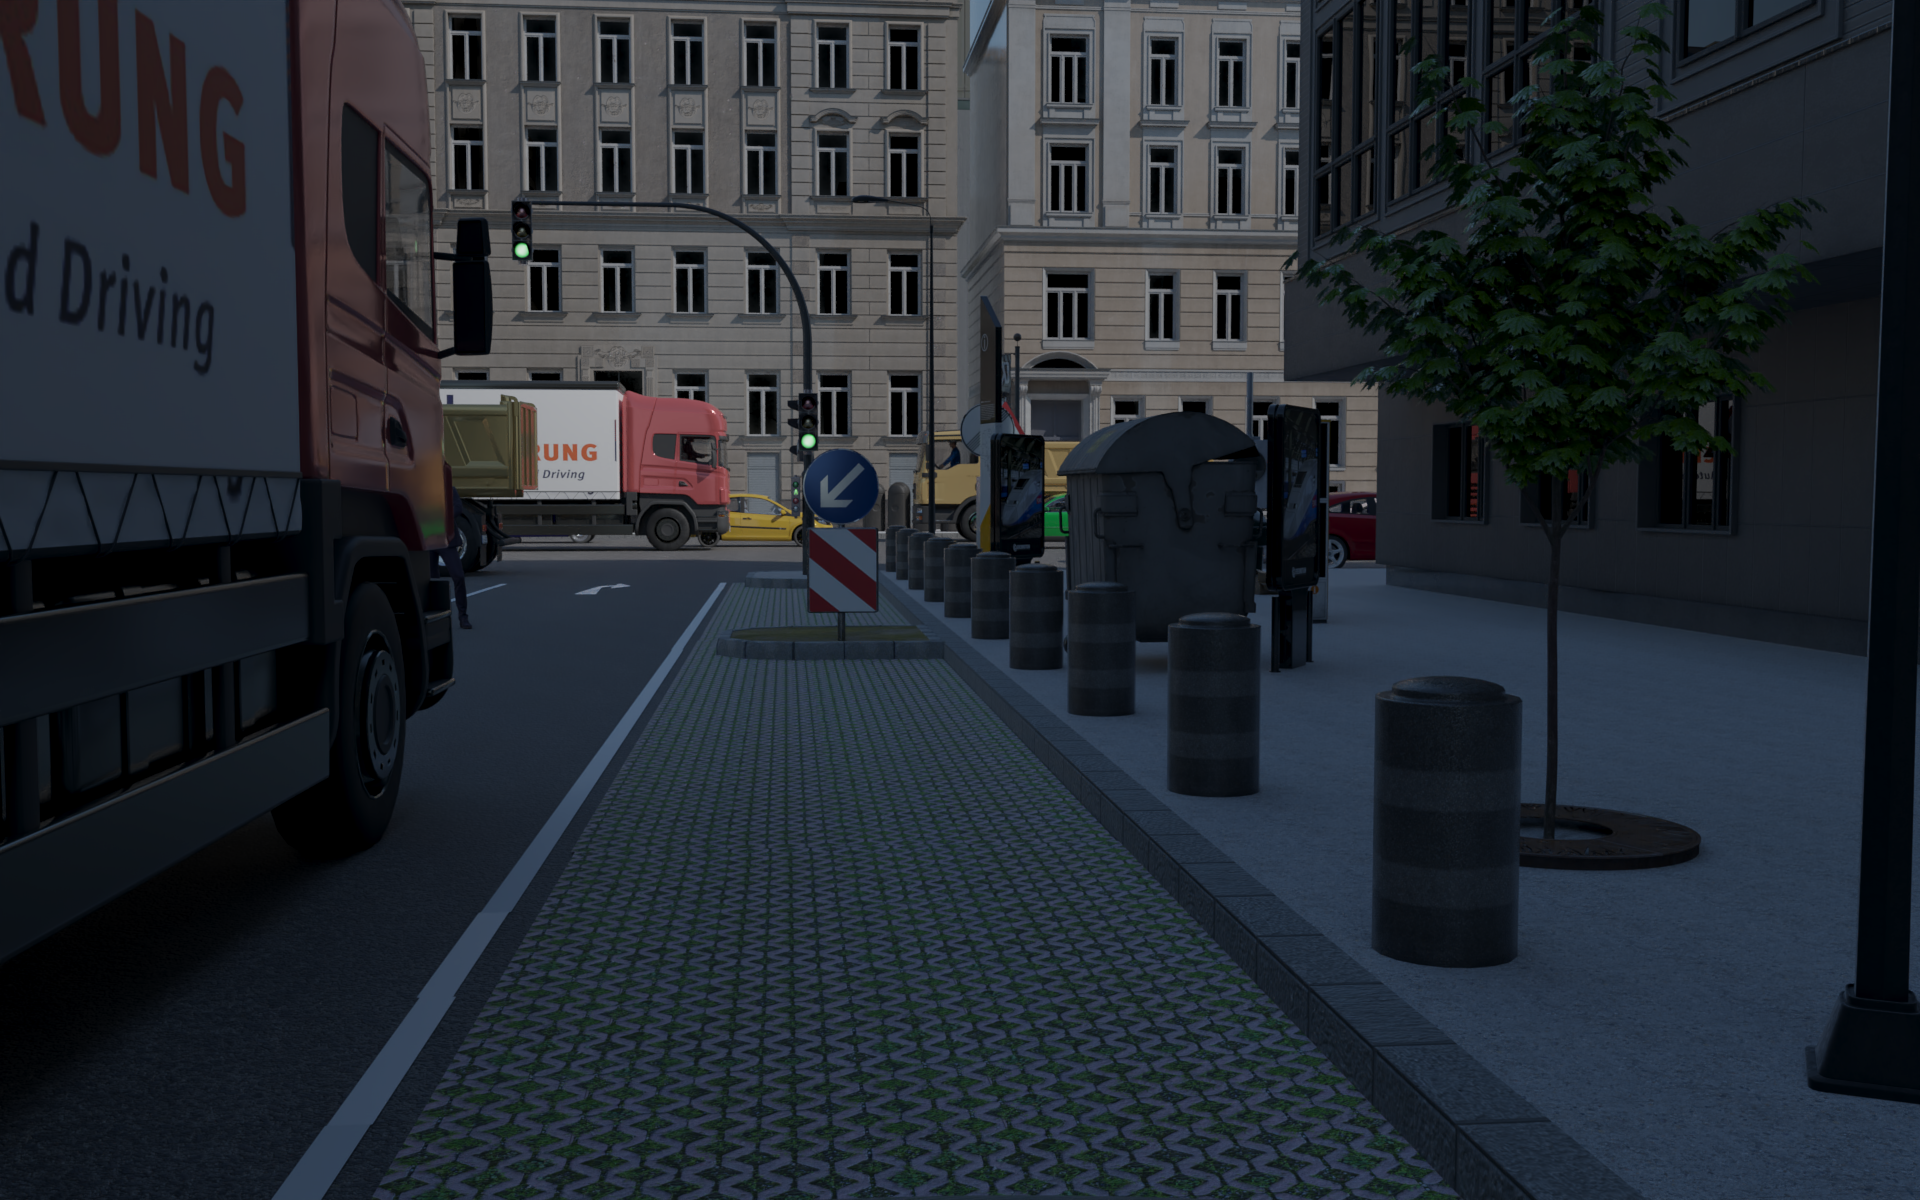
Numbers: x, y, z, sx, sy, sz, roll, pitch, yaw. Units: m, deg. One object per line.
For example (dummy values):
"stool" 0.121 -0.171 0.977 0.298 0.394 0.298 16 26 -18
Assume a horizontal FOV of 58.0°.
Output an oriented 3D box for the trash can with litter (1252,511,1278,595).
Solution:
"trash can with litter" 3.866 -0.676 22.441 0.624 1.170 1.055 -2 4 -24

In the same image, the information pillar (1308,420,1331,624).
"information pillar" 3.463 -0.778 17.211 0.304 2.012 0.304 -1 4 -17

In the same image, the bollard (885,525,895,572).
"bollard" -1.033 -0.852 28.641 0.404 0.777 0.398 0 3 0

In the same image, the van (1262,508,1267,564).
"van" 4.829 -1.792 36.306 4.112 2.044 2.013 0 4 -7

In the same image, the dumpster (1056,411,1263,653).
"dumpster" 1.482 -0.444 13.018 1.264 1.857 1.865 0 4 -6

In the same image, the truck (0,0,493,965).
"truck" -3.252 -0.891 3.478 2.839 4.237 11.283 0 4 -4

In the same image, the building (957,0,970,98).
"building" 2.506 -32.075 148.135 21.300 48.544 21.600 0 4 -6

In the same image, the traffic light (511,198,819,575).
"traffic light" -4.502 -3.204 27.050 4.771 5.953 1.251 0 4 -6

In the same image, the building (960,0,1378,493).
"building" 10.593 -17.354 69.638 20.117 28.700 13.634 0 4 -6

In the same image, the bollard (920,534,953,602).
"bollard" -0.232 -0.367 20.715 0.404 0.777 0.398 0 3 0

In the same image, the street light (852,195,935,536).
"street light" -0.984 -3.338 27.122 1.470 5.913 1.316 0 4 -6

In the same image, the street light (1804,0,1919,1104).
"street light" 1.472 -1.898 3.567 1.470 5.913 1.316 0 4 -6

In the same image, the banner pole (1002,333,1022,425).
"banner pole" 0.758 -2.276 27.231 0.401 3.779 0.863 -3 4 -36

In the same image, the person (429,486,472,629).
"person" -5.532 -0.578 18.405 0.683 1.767 0.568 0 4 -1

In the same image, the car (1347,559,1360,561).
"car" 9.760 -1.579 38.184 4.827 1.381 2.083 0 4 -5

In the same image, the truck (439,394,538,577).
"truck" -12.591 -2.120 30.585 9.791 3.379 3.469 0 4 -6

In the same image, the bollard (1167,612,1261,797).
"bollard" 1.099 0.442 7.496 0.404 0.777 0.398 0 3 0

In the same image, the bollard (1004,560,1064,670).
"bollard" 0.564 0.118 12.786 0.404 0.777 0.398 0 3 0

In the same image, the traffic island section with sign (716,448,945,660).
"traffic island section with sign" -1.209 -0.439 15.799 1.989 1.847 2.006 0 4 -6

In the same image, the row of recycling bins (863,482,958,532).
"row of recycling bins" -1.609 -3.189 59.254 3.534 1.692 1.069 1 4 9

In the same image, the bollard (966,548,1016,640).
"bollard" 0.299 -0.044 15.431 0.404 0.777 0.398 0 3 0

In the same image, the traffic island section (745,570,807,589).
"traffic island section" -2.389 -0.320 27.517 2.009 0.180 2.903 0 4 -6

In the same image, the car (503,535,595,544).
"car" -12.393 -2.339 50.818 3.894 1.354 1.945 0 4 -7

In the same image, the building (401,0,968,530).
"building" -12.651 -16.454 66.286 25.104 27.353 12.463 0 4 -6

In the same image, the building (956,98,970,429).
"building" 0.037 -21.935 130.332 14.160 30.474 14.107 0 4 -6

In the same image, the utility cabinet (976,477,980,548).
"utility cabinet" 0.476 -0.787 21.538 0.318 1.500 1.173 -1 4 -11

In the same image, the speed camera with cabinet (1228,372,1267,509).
"speed camera with cabinet" 3.991 -2.064 28.088 2.038 3.252 0.660 1 4 9

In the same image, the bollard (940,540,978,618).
"bollard" 0.033 -0.205 18.068 0.404 0.777 0.398 0 3 0

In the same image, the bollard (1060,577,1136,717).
"bollard" 0.830 0.279 10.150 0.404 0.777 0.398 0 3 0

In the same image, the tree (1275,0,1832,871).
"tree" 2.264 -0.710 6.202 1.663 3.219 1.824 0 3 0

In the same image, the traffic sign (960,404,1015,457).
"traffic sign" 0.385 -1.474 24.201 0.768 2.556 0.104 0 4 3

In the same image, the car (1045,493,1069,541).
"car" 2.835 -2.265 45.827 4.718 1.807 1.959 0 4 -5

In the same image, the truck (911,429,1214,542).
"truck" 2.615 -3.462 52.536 9.791 3.379 3.469 0 4 -4

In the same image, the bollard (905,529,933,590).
"bollard" -0.499 -0.528 23.352 0.404 0.777 0.398 0 3 0

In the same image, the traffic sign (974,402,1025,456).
"traffic sign" 0.637 -1.495 24.443 0.884 2.594 0.081 0 4 -2

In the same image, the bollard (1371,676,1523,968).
"bollard" 1.363 0.603 4.859 0.404 0.777 0.398 0 3 0

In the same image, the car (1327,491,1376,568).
"car" 8.110 -1.453 32.804 4.494 1.783 2.155 0 4 -8

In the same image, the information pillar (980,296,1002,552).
"information pillar" 0.358 -1.773 20.351 0.183 3.616 0.504 -1 4 -21

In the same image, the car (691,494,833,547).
"car" -5.474 -2.279 47.486 3.980 1.641 2.015 0 4 -7

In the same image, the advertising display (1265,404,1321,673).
"advertising display" 2.468 -0.464 12.807 0.123 1.923 0.974 2 4 27

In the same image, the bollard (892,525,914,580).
"bollard" -0.764 -0.690 26.000 0.404 0.777 0.398 0 3 0

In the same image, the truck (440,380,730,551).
"truck" -10.851 -3.368 43.987 11.283 4.237 2.839 0 4 -7

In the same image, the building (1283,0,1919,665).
"building" 12.514 -13.388 12.405 14.314 27.812 24.014 0 4 -6

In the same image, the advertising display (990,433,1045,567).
"advertising display" 0.625 -0.823 18.666 0.123 1.923 0.974 2 4 32
